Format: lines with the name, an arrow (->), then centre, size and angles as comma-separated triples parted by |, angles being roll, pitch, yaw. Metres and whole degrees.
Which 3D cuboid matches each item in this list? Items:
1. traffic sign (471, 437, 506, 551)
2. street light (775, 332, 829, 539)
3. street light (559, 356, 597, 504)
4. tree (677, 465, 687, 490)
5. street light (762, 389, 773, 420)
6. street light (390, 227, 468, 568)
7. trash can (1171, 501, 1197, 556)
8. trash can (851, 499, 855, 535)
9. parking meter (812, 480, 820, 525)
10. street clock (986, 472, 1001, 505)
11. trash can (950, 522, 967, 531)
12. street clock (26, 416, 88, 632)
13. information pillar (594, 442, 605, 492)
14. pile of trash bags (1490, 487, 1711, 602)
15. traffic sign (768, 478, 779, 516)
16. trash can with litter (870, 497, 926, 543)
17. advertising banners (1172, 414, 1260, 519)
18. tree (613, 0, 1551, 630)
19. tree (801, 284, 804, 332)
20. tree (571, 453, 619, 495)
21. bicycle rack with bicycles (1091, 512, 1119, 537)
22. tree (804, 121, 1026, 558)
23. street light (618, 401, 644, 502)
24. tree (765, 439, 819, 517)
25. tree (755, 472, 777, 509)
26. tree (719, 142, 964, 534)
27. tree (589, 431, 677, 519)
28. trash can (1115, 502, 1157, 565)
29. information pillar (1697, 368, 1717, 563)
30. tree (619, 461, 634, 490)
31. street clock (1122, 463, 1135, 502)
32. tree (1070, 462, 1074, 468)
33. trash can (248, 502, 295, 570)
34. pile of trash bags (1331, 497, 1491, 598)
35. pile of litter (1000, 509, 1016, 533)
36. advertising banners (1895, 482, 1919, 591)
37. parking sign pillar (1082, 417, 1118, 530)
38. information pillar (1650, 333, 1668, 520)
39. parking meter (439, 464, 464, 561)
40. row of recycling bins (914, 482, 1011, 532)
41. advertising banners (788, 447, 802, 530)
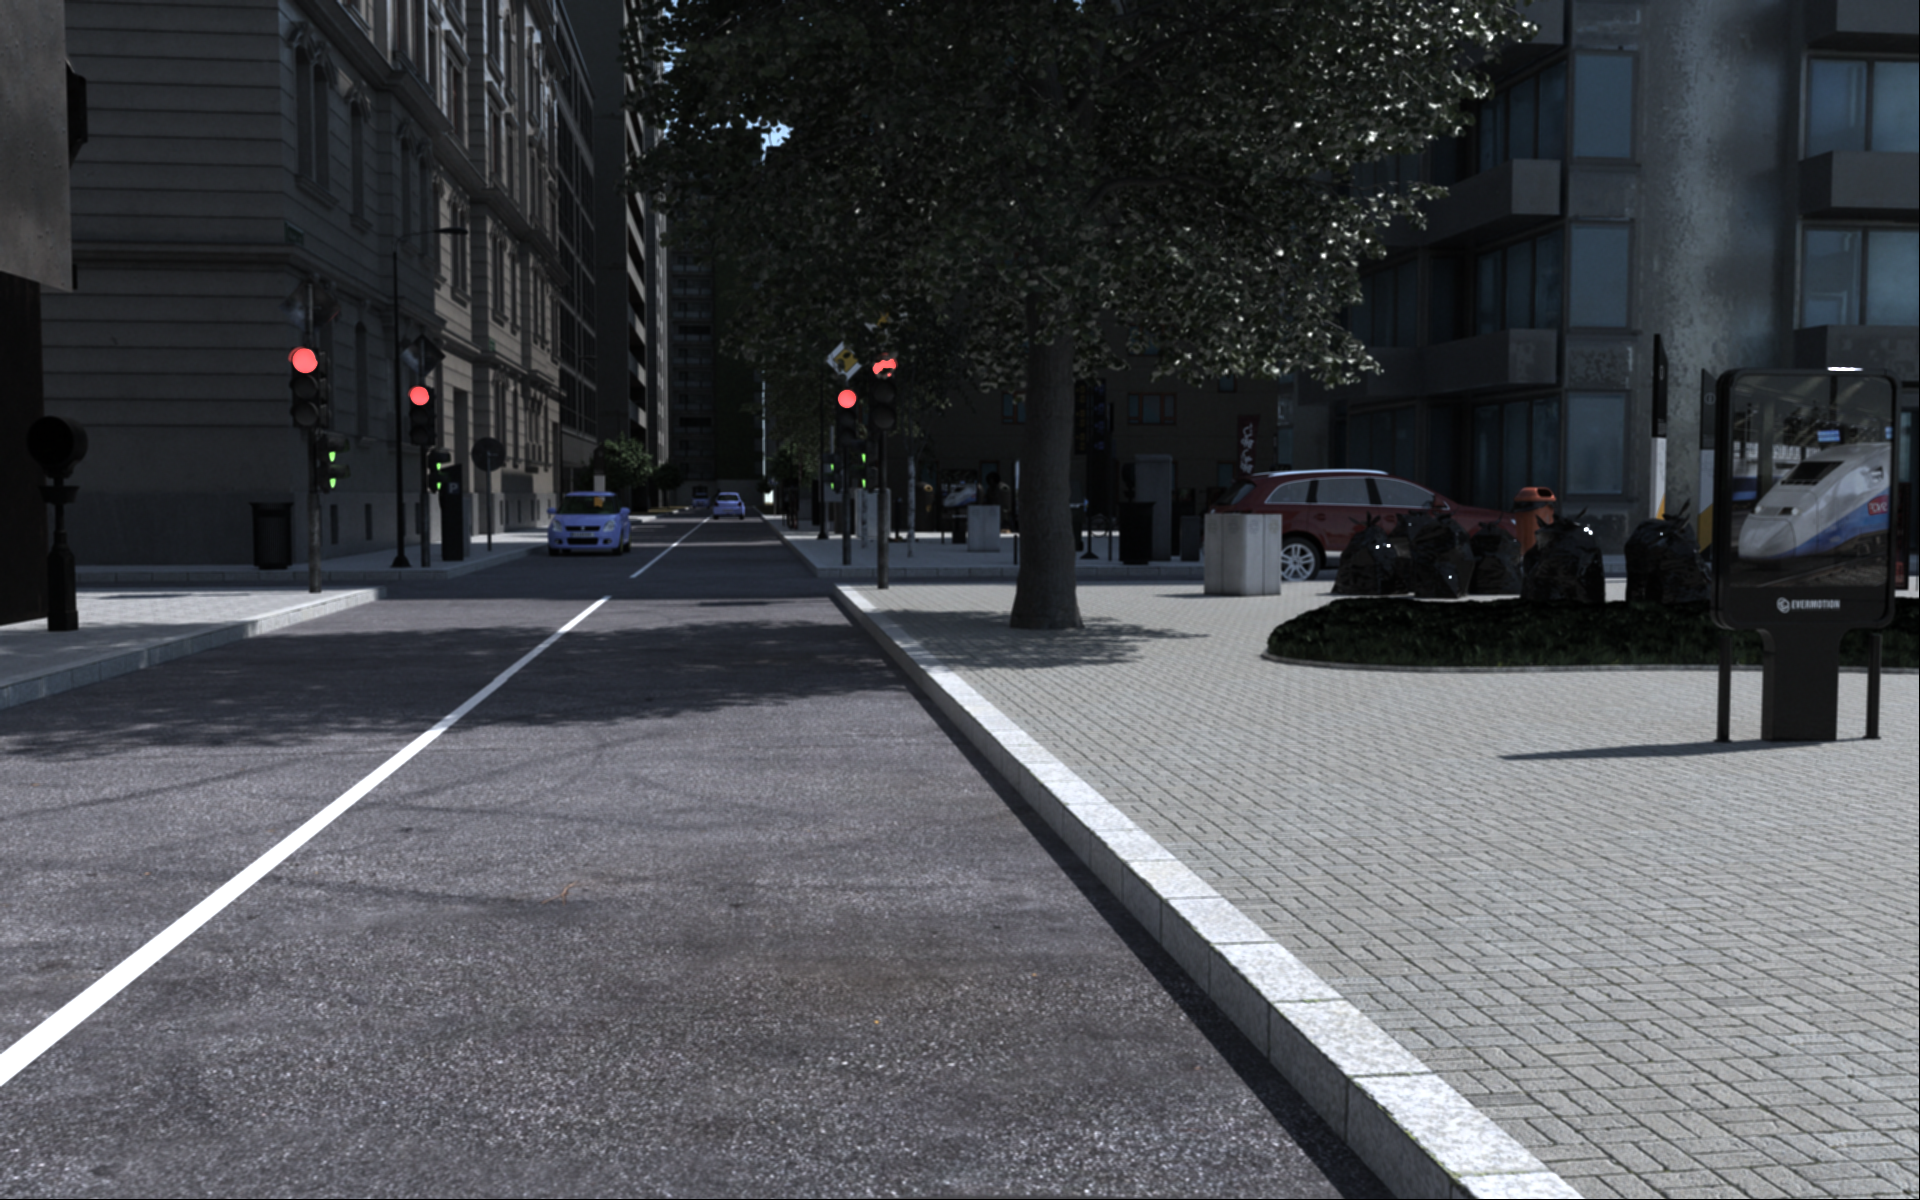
traffic sign -> -10.571, -2.369, 38.843 | 0.768, 2.556, 0.104 | 0, 4, -1
street light -> -4.446, -4.673, 48.951 | 1.470, 5.913, 1.316 | 0, 4, -7
street light -> -12.898, -5.248, 58.342 | 1.470, 5.913, 1.316 | 0, 4, -7
tree -> -26.100, -10.446, 154.499 | 4.285, 4.588, 4.351 | 0, 3, 0
street light -> -8.044, -6.389, 77.005 | 1.470, 5.913, 1.316 | 0, 4, -7
street light -> -9.252, -3.528, 30.220 | 1.470, 5.913, 1.316 | 0, 4, -7
trash can -> 4.549, -1.494, 36.075 | 0.748, 1.137, 0.748 | 0, 3, 0
trash can -> -3.246, -2.629, 54.631 | 0.748, 1.137, 0.748 | 0, 3, 0
parking meter -> -5.909, -3.998, 71.071 | 0.255, 1.863, 0.399 | 1, 4, 9
street clock -> 1.069, -3.131, 55.764 | 0.471, 2.002, 0.358 | 0, 4, -1
trash can -> -0.038, -2.818, 57.721 | 0.748, 1.137, 0.748 | 0, 3, 0
street clock -> -8.419, -0.711, 16.199 | 0.471, 2.002, 0.358 | 0, 4, 5
information pillar -> -16.040, -5.245, 77.106 | 0.504, 3.616, 0.183 | 0, 4, 0
pile of trash bags -> 7.376, -0.478, 17.575 | 3.447, 1.369, 1.912 | 2, 4, 28
traffic sign -> -10.769, -6.153, 100.705 | 0.768, 2.556, 0.104 | 0, 4, -5
trash can with litter -> -1.567, -2.176, 46.635 | 1.678, 1.210, 2.233 | 0, 4, 1
advertising banners -> 5.710, -2.599, 38.676 | 2.074, 3.025, 0.090 | 2, 4, 32
tree -> 0.902, -6.711, 16.378 | 9.857, 13.997, 8.962 | 0, 3, 0
tree -> -2.083, -5.541, 40.966 | 4.360, 8.622, 3.978 | 0, 3, 0
tree -> -17.177, -5.281, 80.946 | 1.663, 3.219, 1.824 | 0, 3, 0
bicycle rack with bicycles -> 5.597, -2.366, 52.059 | 2.925, 0.926, 2.852 | 1, 4, 22
tree -> -0.741, -5.162, 34.765 | 4.360, 8.622, 3.978 | 0, 3, 0
street light -> -16.492, -6.978, 86.629 | 1.470, 5.913, 1.316 | 0, 4, -7
tree -> -9.179, -6.941, 97.192 | 4.285, 4.588, 4.351 | 0, 3, 0
tree -> -18.865, -10.602, 167.950 | 1.663, 3.219, 1.824 | 0, 3, 0
tree -> -3.755, -8.406, 55.567 | 7.486, 12.596, 7.792 | 0, 3, 0
tree -> -17.427, -6.467, 89.452 | 4.285, 4.588, 4.351 | 0, 3, 0
trash can -> 3.192, -1.210, 31.436 | 0.748, 1.137, 0.748 | 0, 3, 0
information pillar -> 14.048, -2.509, 32.373 | 0.504, 3.616, 0.183 | 0, 4, -4
tree -> -16.780, -5.440, 83.551 | 1.663, 3.219, 1.824 | 0, 3, 0
street clock -> 3.935, -2.166, 39.987 | 0.358, 2.002, 0.471 | 2, 4, 34
tree -> 2.495, -3.427, 50.635 | 1.663, 3.219, 1.824 | 0, 3, 0
trash can -> -11.697, -1.089, 29.459 | 0.748, 1.137, 0.748 | 0, 3, 0
pile of trash bags -> 6.604, -0.789, 22.653 | 3.447, 1.369, 1.912 | -2, 4, -35
pile of litter -> 1.930, -2.629, 56.956 | 1.719, 0.858, 1.176 | -1, 4, -10
advertising banners -> 12.668, -1.659, 23.320 | 0.090, 3.025, 2.074 | 0, 4, 2
parking sign pillar -> 5.032, -4.476, 61.662 | 1.447, 3.967, 1.447 | -2, 4, -29
information pillar -> 10.292, -2.090, 25.531 | 0.183, 3.616, 0.504 | 3, 4, 37
parking meter -> -9.756, -1.681, 33.200 | 0.399, 1.863, 0.255 | -2, 4, -33
row of recycling bins -> -0.017, -3.168, 58.904 | 3.534, 1.692, 1.069 | -1, 4, -13
advertising banners -> -5.942, -4.056, 62.500 | 0.090, 3.025, 2.074 | -1, 4, -18
